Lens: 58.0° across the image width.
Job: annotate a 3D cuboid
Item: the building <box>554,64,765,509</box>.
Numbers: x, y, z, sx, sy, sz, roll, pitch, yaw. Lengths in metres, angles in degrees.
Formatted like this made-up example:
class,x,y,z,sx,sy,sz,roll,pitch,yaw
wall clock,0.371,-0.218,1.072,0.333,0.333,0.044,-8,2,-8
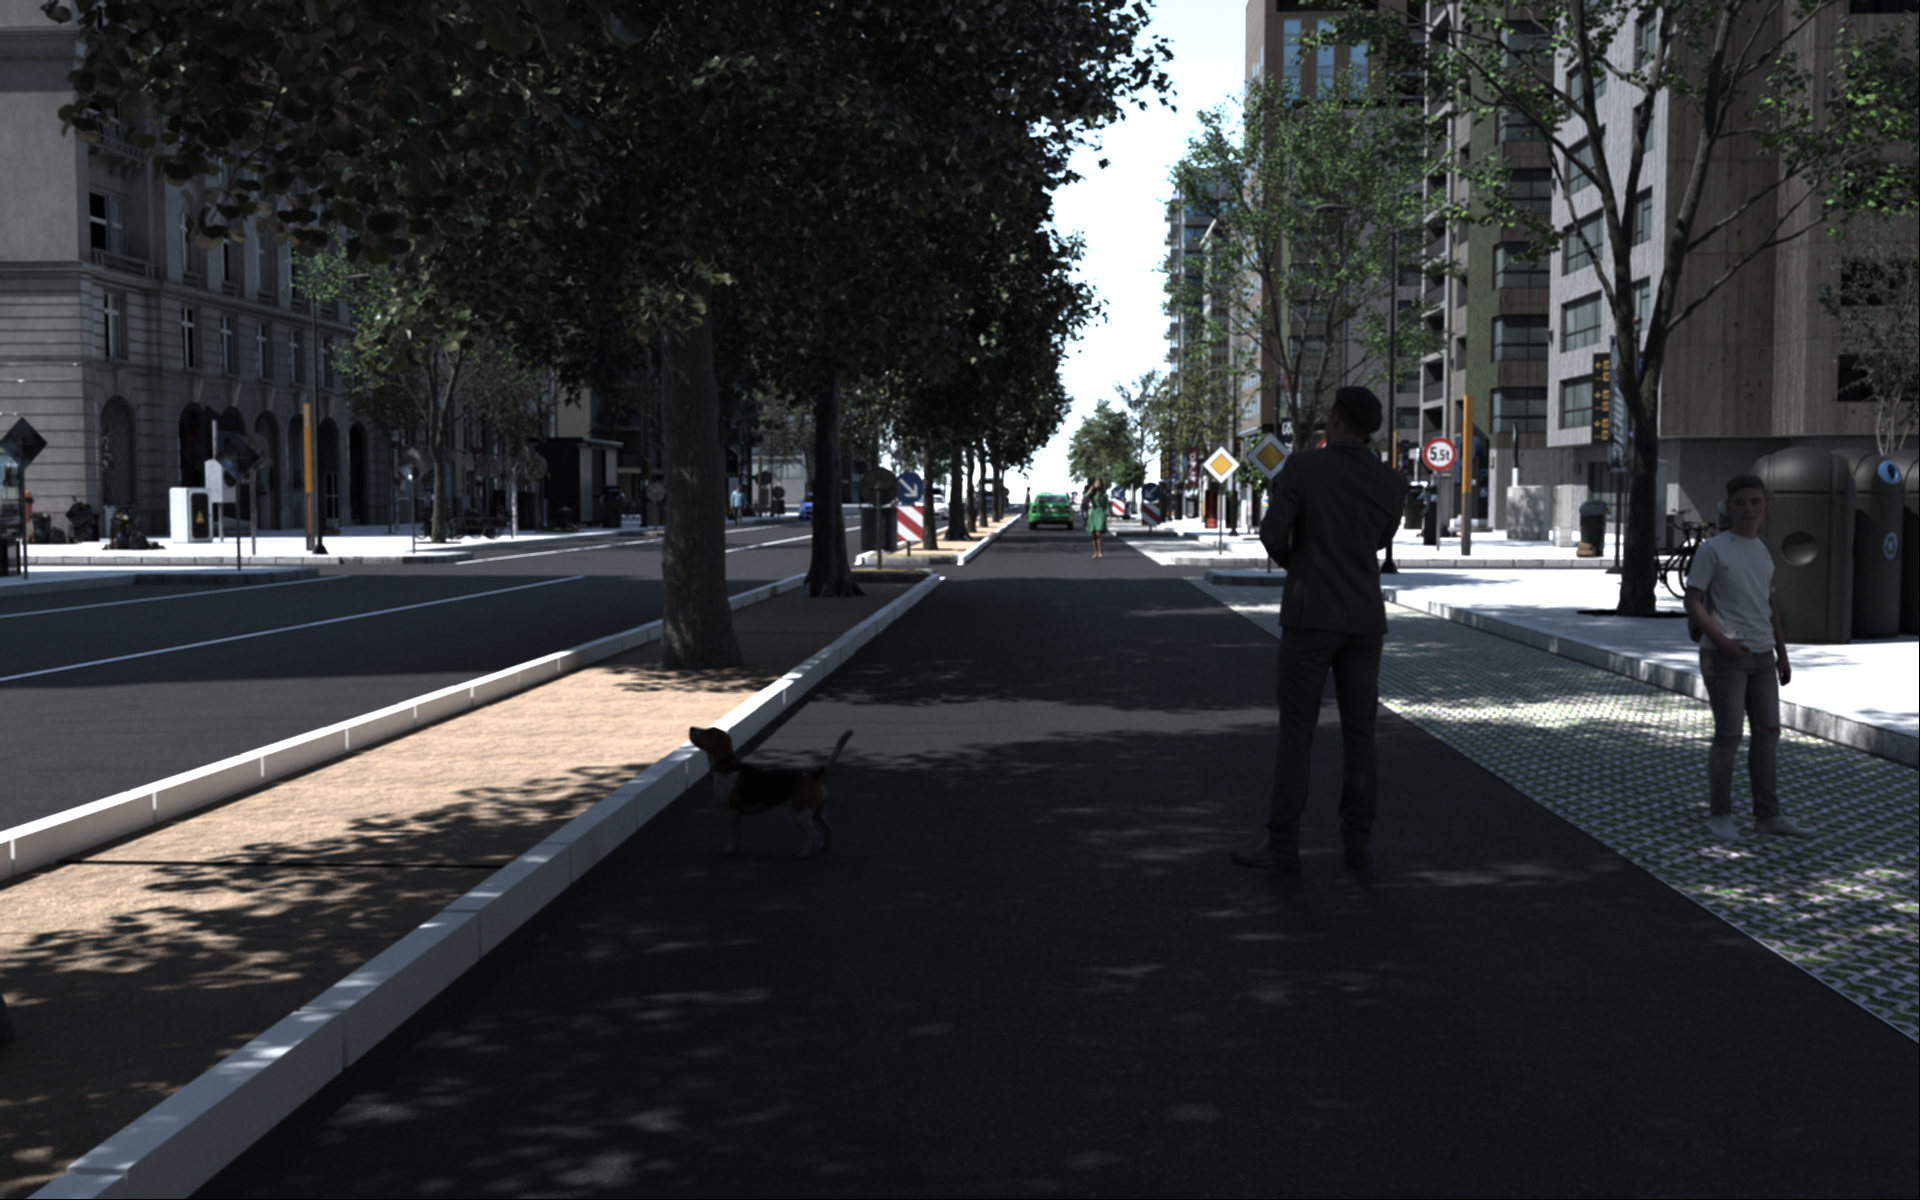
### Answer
class,x,y,z,sx,sy,sz,roll,pitch,yaw
building,-29.827,-30.659,155.905,22.147,44.769,28.867,0,4,3

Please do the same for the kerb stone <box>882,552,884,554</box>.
class,x,y,z,sx,sy,sz,roll,pitch,yaw
kerb stone,-1.891,-1.040,39.246,0.120,0.150,1.000,0,4,3

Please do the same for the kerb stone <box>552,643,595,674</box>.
class,x,y,z,sx,sy,sz,roll,pitch,yaw
kerb stone,-3.189,0.493,14.134,0.120,0.150,1.000,0,4,3

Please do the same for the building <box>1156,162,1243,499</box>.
class,x,y,z,sx,sy,sz,roll,pitch,yaw
building,41.224,-38.764,253.395,23.786,49.044,30.456,0,4,3

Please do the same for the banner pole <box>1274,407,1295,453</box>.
class,x,y,z,sx,sy,sz,roll,pitch,yaw
banner pole,9.332,-3.671,50.034,0.863,3.779,0.401,2,4,24

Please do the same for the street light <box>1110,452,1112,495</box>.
class,x,y,z,sx,sy,sz,roll,pitch,yaw
street light,11.645,-9.490,127.697,1.470,5.913,1.316,0,4,3

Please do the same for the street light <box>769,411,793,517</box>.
class,x,y,z,sx,sy,sz,roll,pitch,yaw
street light,-9.949,-7.577,96.421,1.470,5.913,1.316,0,4,3

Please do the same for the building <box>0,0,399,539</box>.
class,x,y,z,sx,sy,sz,roll,pitch,yaw
building,-30.093,-13.372,60.433,13.314,21.916,24.055,0,4,3

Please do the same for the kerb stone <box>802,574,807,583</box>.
class,x,y,z,sx,sy,sz,roll,pitch,yaw
kerb stone,-2.498,-0.319,27.449,0.120,0.150,1.000,0,4,3

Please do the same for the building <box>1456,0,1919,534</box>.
class,x,y,z,sx,sy,sz,roll,pitch,yaw
building,26.179,-18.028,66.452,14.160,30.474,14.107,0,4,3

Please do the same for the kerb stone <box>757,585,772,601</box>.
class,x,y,z,sx,sy,sz,roll,pitch,yaw
kerb stone,-2.708,-0.070,23.356,0.120,0.150,1.000,0,4,3

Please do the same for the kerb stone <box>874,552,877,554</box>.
class,x,y,z,sx,sy,sz,roll,pitch,yaw
kerb stone,-1.951,-0.980,38.225,0.120,0.150,1.000,0,4,3

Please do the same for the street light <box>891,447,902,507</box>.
class,x,y,z,sx,sy,sz,roll,pitch,yaw
street light,-6.214,-12.218,172.304,1.470,5.913,1.316,0,4,3

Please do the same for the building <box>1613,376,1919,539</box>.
class,x,y,z,sx,sy,sz,roll,pitch,yaw
building,26.532,-17.095,51.205,14.107,30.474,14.160,0,4,3

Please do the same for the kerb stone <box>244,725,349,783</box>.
class,x,y,z,sx,sy,sz,roll,pitch,yaw
kerb stone,-3.454,0.807,9.006,0.120,0.150,1.000,0,4,3

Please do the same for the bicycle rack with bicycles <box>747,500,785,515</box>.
class,x,y,z,sx,sy,sz,roll,pitch,yaw
bicycle rack with bicycles,-12.262,-5.795,108.130,2.925,0.926,2.852,-2,4,-23

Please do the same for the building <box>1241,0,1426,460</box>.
class,x,y,z,sx,sy,sz,roll,pitch,yaw
building,31.167,-30.178,143.521,14.600,45.320,14.200,0,4,3

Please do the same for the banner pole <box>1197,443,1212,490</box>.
class,x,y,z,sx,sy,sz,roll,pitch,yaw
banner pole,12.003,-5.788,84.651,0.863,3.779,0.401,0,4,3

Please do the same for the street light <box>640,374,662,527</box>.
class,x,y,z,sx,sy,sz,roll,pitch,yaw
street light,-11.651,-5.753,66.606,1.470,5.913,1.316,0,4,3

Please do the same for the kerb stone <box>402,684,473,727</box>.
class,x,y,z,sx,sy,sz,roll,pitch,yaw
kerb stone,-3.350,0.681,11.061,0.120,0.150,1.000,0,4,3

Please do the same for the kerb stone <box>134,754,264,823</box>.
class,x,y,z,sx,sy,sz,roll,pitch,yaw
kerb stone,-3.504,0.870,7.977,0.120,0.150,1.000,0,4,3

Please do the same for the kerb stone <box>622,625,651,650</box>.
class,x,y,z,sx,sy,sz,roll,pitch,yaw
kerb stone,-3.089,0.375,16.181,0.120,0.150,1.000,0,4,3

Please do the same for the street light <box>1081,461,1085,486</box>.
class,x,y,z,sx,sy,sz,roll,pitch,yaw
street light,17.481,-16.417,240.960,1.470,5.913,1.316,0,4,3

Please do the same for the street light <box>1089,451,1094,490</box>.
class,x,y,z,sx,sy,sz,roll,pitch,yaw
street light,14.617,-13.098,186.691,1.470,5.913,1.316,0,4,3

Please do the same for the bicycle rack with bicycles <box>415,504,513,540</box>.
class,x,y,z,sx,sy,sz,roll,pitch,yaw
bicycle rack with bicycles,-14.143,-2.202,49.388,2.925,0.926,2.852,-2,4,-34

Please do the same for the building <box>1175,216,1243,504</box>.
class,x,y,z,sx,sy,sz,roll,pitch,yaw
building,44.618,-32.685,226.281,32.217,40.220,23.993,0,4,3

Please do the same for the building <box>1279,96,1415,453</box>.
class,x,y,z,sx,sy,sz,roll,pitch,yaw
building,30.909,-21.905,129.841,14.160,30.474,14.107,0,4,3

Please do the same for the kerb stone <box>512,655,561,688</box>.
class,x,y,z,sx,sy,sz,roll,pitch,yaw
kerb stone,-3.240,0.556,13.104,0.120,0.150,1.000,0,4,3

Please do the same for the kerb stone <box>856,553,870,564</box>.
class,x,y,z,sx,sy,sz,roll,pitch,yaw
kerb stone,-2.055,-0.855,36.182,0.120,0.150,1.000,0,4,3

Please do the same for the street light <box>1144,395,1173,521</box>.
class,x,y,z,sx,sy,sz,roll,pitch,yaw
street light,9.317,-6.649,81.256,1.470,5.913,1.316,0,4,3

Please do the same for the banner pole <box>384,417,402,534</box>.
class,x,y,z,sx,sy,sz,roll,pitch,yaw
banner pole,-18.452,-4.060,56.402,0.401,3.779,0.863,1,4,18

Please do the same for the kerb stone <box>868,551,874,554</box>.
class,x,y,z,sx,sy,sz,roll,pitch,yaw
kerb stone,-2.002,-0.918,37.205,0.120,0.150,1.000,0,4,3

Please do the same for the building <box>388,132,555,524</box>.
class,x,y,z,sx,sy,sz,roll,pitch,yaw
building,-29.020,-17.619,85.330,12.463,27.353,25.104,0,4,3

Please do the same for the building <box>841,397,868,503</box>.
class,x,y,z,sx,sy,sz,roll,pitch,yaw
building,-24.844,-38.012,245.201,21.300,48.544,21.600,0,4,3

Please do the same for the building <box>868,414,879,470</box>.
class,x,y,z,sx,sy,sz,roll,pitch,yaw
building,-19.944,-30.101,263.850,14.160,30.474,14.107,0,4,3

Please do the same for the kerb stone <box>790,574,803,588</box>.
class,x,y,z,sx,sy,sz,roll,pitch,yaw
kerb stone,-2.560,-0.259,26.429,0.120,0.150,1.000,0,4,3

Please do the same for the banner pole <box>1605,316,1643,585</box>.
class,x,y,z,sx,sy,sz,roll,pitch,yaw
banner pole,9.325,-2.097,24.295,0.863,3.779,0.401,-2,4,-34

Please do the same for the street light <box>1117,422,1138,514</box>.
class,x,y,z,sx,sy,sz,roll,pitch,yaw
street light,10.713,-8.465,110.940,1.470,5.913,1.316,0,4,3

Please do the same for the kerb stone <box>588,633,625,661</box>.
class,x,y,z,sx,sy,sz,roll,pitch,yaw
kerb stone,-3.141,0.431,15.155,0.120,0.150,1.000,0,4,3

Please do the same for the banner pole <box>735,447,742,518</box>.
class,x,y,z,sx,sy,sz,roll,pitch,yaw
banner pole,-11.798,-6.258,92.339,0.401,3.779,0.863,1,4,17

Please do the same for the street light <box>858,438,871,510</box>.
class,x,y,z,sx,sy,sz,roll,pitch,yaw
street light,-7.690,-10.419,142.893,1.470,5.913,1.316,0,4,3

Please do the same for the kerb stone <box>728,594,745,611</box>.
class,x,y,z,sx,sy,sz,roll,pitch,yaw
kerb stone,-2.831,0.057,21.309,0.120,0.150,1.000,0,4,3

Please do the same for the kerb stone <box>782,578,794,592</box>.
class,x,y,z,sx,sy,sz,roll,pitch,yaw
kerb stone,-2.605,-0.192,25.406,0.120,0.150,1.000,0,4,3

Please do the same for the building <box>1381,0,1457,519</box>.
class,x,y,z,sx,sy,sz,roll,pitch,yaw
building,34.686,-39.869,90.118,20.563,71.187,20.611,0,4,3

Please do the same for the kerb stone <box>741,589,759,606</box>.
class,x,y,z,sx,sy,sz,roll,pitch,yaw
kerb stone,-2.771,-0.006,22.336,0.120,0.150,1.000,0,4,3

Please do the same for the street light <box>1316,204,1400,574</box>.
class,x,y,z,sx,sy,sz,roll,pitch,yaw
street light,6.404,-3.386,27.906,1.470,5.913,1.316,0,4,3

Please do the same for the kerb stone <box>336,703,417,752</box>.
class,x,y,z,sx,sy,sz,roll,pitch,yaw
kerb stone,-3.404,0.747,10.039,0.120,0.150,1.000,0,4,3

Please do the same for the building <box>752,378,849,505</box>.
class,x,y,z,sx,sy,sz,roll,pitch,yaw
building,-29.151,-38.619,220.662,28.713,52.752,27.495,0,4,3

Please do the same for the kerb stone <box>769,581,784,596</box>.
class,x,y,z,sx,sy,sz,roll,pitch,yaw
kerb stone,-2.654,-0.134,24.383,0.120,0.150,1.000,0,4,3

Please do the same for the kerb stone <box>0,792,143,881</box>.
class,x,y,z,sx,sy,sz,roll,pitch,yaw
kerb stone,-3.557,0.932,6.956,0.120,0.150,1.000,0,4,3

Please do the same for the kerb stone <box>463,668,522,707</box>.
class,x,y,z,sx,sy,sz,roll,pitch,yaw
kerb stone,-3.287,0.620,12.081,0.120,0.150,1.000,0,4,3

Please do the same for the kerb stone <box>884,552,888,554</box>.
class,x,y,z,sx,sy,sz,roll,pitch,yaw
kerb stone,-1.839,-1.103,40.267,0.120,0.150,1.000,0,4,3

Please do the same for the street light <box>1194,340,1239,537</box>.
class,x,y,z,sx,sy,sz,roll,pitch,yaw
street light,7.731,-4.873,52.219,1.470,5.913,1.316,0,4,3

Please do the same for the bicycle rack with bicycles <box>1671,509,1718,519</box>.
class,x,y,z,sx,sy,sz,roll,pitch,yaw
bicycle rack with bicycles,16.877,-1.648,40.322,2.852,0.926,2.925,-2,4,-32

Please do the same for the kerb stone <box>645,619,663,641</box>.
class,x,y,z,sx,sy,sz,roll,pitch,yaw
kerb stone,-3.029,0.305,17.202,0.120,0.150,1.000,0,4,3

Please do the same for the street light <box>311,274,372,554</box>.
class,x,y,z,sx,sy,sz,roll,pitch,yaw
street light,-13.136,-3.930,36.793,1.470,5.913,1.316,0,4,3

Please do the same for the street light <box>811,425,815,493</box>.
class,x,y,z,sx,sy,sz,roll,pitch,yaw
street light,-9.190,-8.615,113.388,1.470,5.913,1.316,0,4,3
